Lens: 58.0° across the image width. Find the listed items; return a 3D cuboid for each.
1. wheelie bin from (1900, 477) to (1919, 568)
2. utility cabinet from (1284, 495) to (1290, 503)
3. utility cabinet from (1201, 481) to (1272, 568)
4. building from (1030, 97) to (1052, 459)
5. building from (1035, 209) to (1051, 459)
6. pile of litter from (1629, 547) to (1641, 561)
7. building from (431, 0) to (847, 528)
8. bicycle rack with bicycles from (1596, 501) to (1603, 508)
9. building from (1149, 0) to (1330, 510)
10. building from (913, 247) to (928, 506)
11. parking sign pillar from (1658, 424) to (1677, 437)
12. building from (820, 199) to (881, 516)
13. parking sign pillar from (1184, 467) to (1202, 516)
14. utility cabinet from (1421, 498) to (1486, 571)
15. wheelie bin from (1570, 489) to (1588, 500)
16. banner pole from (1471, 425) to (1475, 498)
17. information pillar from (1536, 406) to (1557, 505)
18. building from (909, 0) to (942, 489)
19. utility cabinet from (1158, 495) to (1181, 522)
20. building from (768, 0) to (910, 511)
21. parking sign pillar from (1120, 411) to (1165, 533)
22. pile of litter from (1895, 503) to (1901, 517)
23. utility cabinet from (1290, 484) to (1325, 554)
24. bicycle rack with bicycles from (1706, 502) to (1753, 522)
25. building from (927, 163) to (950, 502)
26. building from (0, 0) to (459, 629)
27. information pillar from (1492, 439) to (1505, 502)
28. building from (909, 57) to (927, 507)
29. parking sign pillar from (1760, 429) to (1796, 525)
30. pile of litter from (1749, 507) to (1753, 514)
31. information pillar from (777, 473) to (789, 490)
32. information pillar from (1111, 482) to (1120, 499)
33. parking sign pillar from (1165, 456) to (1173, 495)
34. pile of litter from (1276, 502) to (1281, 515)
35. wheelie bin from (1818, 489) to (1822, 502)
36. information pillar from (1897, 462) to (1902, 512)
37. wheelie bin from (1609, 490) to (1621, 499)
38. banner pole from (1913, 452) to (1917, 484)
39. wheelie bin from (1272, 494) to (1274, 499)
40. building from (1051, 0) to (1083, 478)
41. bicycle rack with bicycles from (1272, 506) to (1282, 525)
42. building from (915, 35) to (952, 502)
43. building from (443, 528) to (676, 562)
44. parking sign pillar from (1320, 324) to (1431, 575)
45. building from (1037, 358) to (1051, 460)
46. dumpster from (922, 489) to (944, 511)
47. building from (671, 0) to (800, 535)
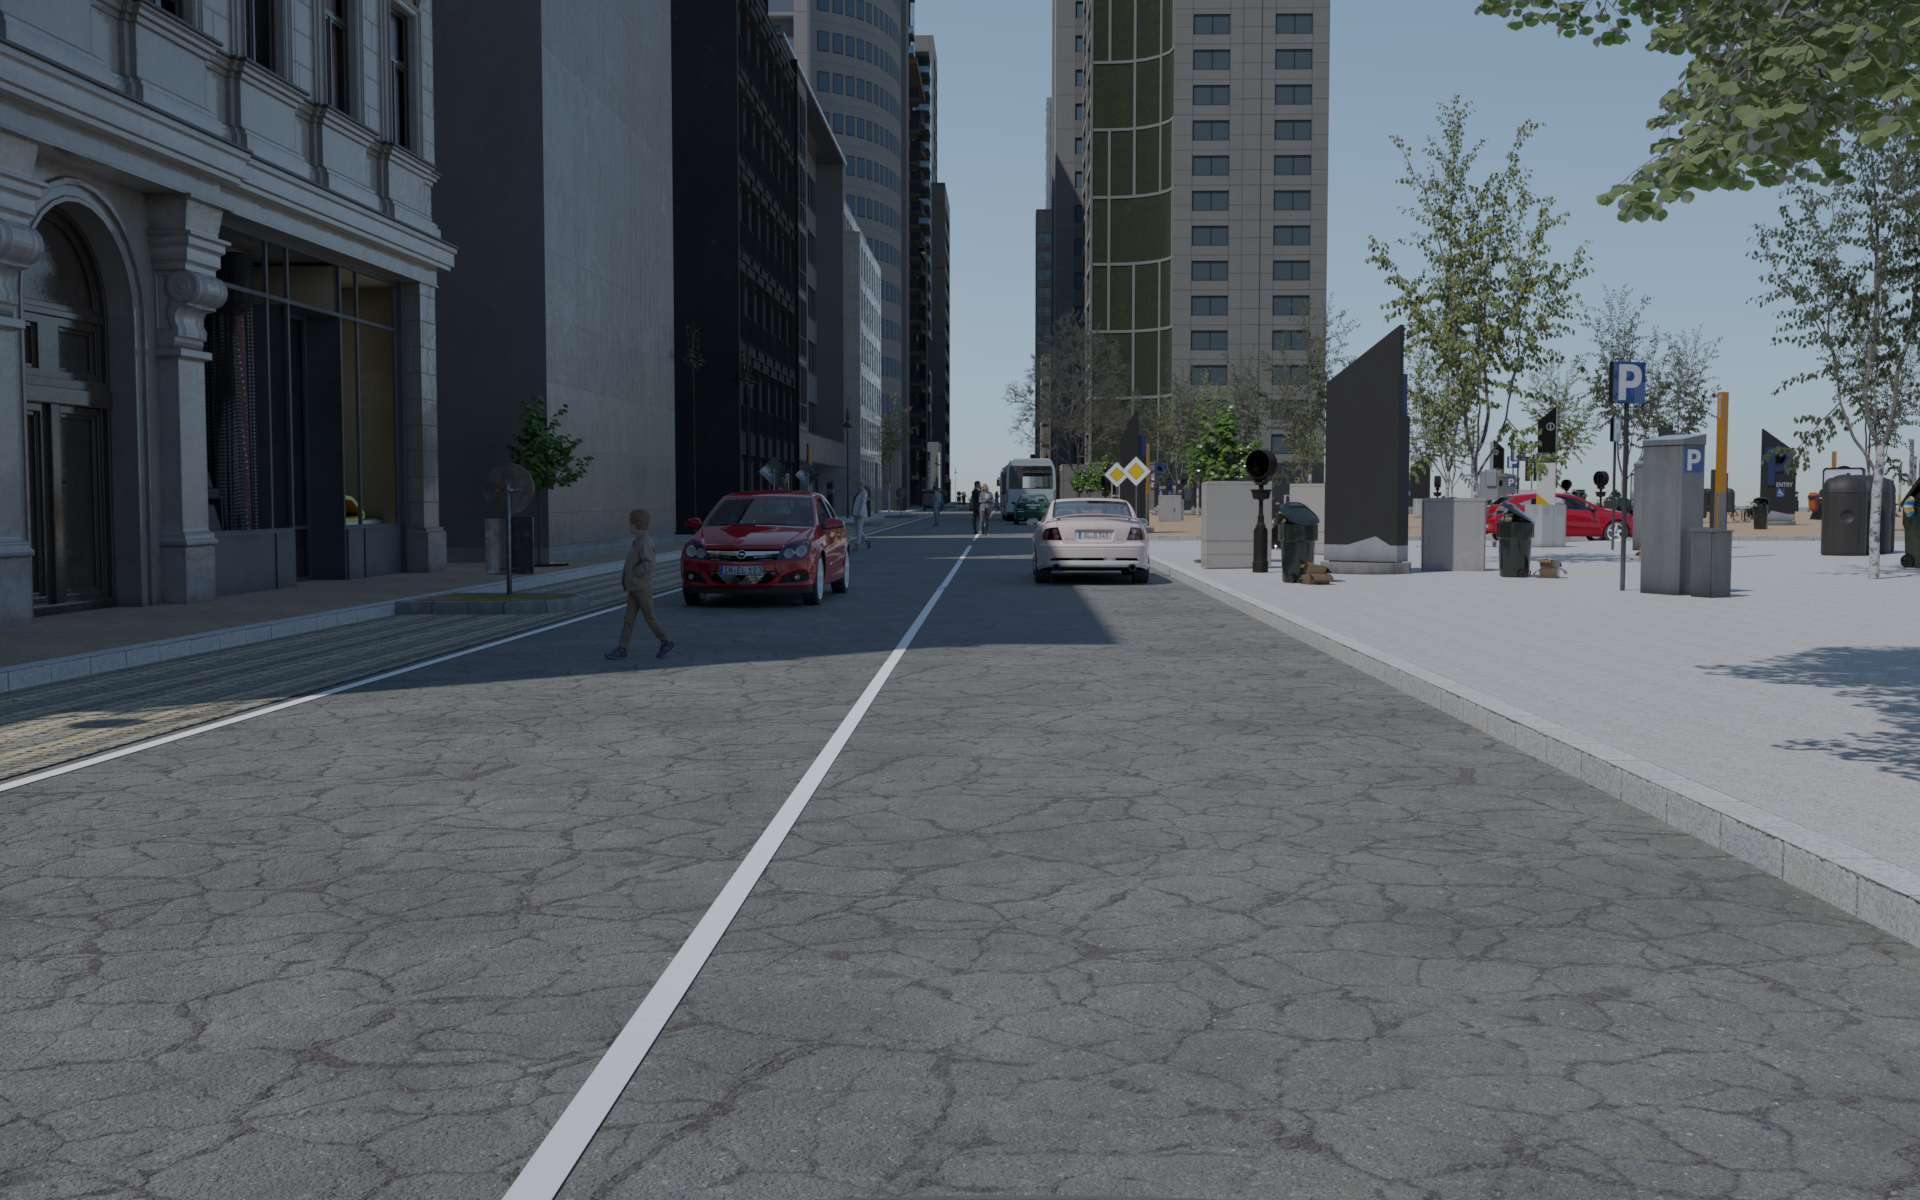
[{"bbox_3d":[16.833,-1.355,30.059,0.980,1.594,0.693,-2,4,-29],"label":"wheelie bin"},{"bbox_3d":[21.621,-6.225,112.942,1.020,1.237,0.306,-2,4,-26],"label":"utility cabinet"},{"bbox_3d":[4.757,-1.293,29.824,1.173,1.500,0.318,-1,4,-12],"label":"utility cabinet"},{"bbox_3d":[22.391,-58.636,271.368,22.319,86.520,31.000,0,4,1],"label":"building"},{"bbox_3d":[17.828,-34.642,249.986,14.154,41.232,14.086,0,4,1],"label":"building"},{"bbox_3d":[13.768,-1.218,33.885,1.719,0.858,1.176,-1,4,-21],"label":"pile of litter"},{"bbox_3d":[-13.989,-16.290,85.416,14.314,24.678,30.058,0,4,1],"label":"building"},{"bbox_3d":[46.017,-6.883,125.925,2.852,0.926,2.925,2,4,26],"label":"bicycle rack with bicycles"},{"bbox_3d":[18.718,-43.208,144.710,20.563,71.187,20.611,0,4,1],"label":"building"},{"bbox_3d":[-10.908,-25.811,193.704,14.160,30.474,14.107,0,4,1],"label":"building"},{"bbox_3d":[27.765,-4.866,68.025,1.447,3.967,1.447,0,4,0],"label":"parking sign pillar"},{"bbox_3d":[-10.761,-15.554,109.063,10.420,20.320,16.860,0,4,1],"label":"building"},{"bbox_3d":[14.203,-7.073,104.118,1.447,3.967,1.447,0,4,-1],"label":"parking sign pillar"},{"bbox_3d":[8.228,-1.085,28.895,1.020,1.237,0.306,1,4,12],"label":"utility cabinet"},{"bbox_3d":[42.625,-6.792,118.951,0.980,1.594,0.693,0,4,-2],"label":"wheelie bin"},{"bbox_3d":[18.623,-4.459,62.922,0.401,3.779,0.863,1,4,17],"label":"banner pole"},{"bbox_3d":[15.569,-3.339,45.943,0.504,3.616,0.183,2,4,27],"label":"information pillar"},{"bbox_3d":[-13.417,-55.957,227.567,22.319,86.520,31.000,0,4,1],"label":"building"},{"bbox_3d":[9.644,-4.185,79.589,1.020,1.237,0.306,0,4,-3],"label":"utility cabinet"},{"bbox_3d":[-15.466,-36.759,143.015,21.231,58.520,28.212,0,4,1],"label":"building"},{"bbox_3d":[5.709,-4.202,57.179,1.447,3.967,1.447,-1,4,-16],"label":"parking sign pillar"},{"bbox_3d":[51.926,-5.066,96.792,1.176,0.858,1.719,0,4,-1],"label":"pile of litter"},{"bbox_3d":[7.551,-1.723,36.849,0.318,1.500,1.173,-3,4,-36],"label":"utility cabinet"},{"bbox_3d":[36.214,-4.076,80.027,2.925,0.926,2.852,-2,4,-30],"label":"bicycle rack with bicycles"},{"bbox_3d":[-12.470,-38.639,255.443,21.300,48.544,21.600,0,4,1],"label":"building"},{"bbox_3d":[-13.573,-9.658,8.813,10.553,20.767,40.483,0,4,1],"label":"building"},{"bbox_3d":[22.958,-5.050,73.920,0.504,3.616,0.183,2,4,34],"label":"information pillar"},{"bbox_3d":[-14.719,-31.638,171.912,22.147,44.769,28.867,0,4,1],"label":"building"},{"bbox_3d":[33.695,-5.067,71.320,1.447,3.967,1.447,0,4,-2],"label":"parking sign pillar"},{"bbox_3d":[48.580,-5.583,105.239,1.719,0.858,1.176,-1,4,-17],"label":"pile of litter"},{"bbox_3d":[-6.281,-3.492,61.581,0.304,2.012,0.304,3,5,45],"label":"information pillar"},{"bbox_3d":[5.626,-3.554,62.592,0.304,2.012,0.304,0,4,7],"label":"information pillar"},{"bbox_3d":[12.424,-7.174,105.766,1.447,3.967,1.447,-2,4,-31],"label":"parking sign pillar"},{"bbox_3d":[16.734,-4.808,92.571,1.176,0.858,1.719,-1,4,-22],"label":"pile of litter"},{"bbox_3d":[55.731,-6.348,111.691,0.693,1.594,0.980,-2,4,-31],"label":"wheelie bin"},{"bbox_3d":[67.662,-8.153,124.657,0.183,3.616,0.504,3,5,44],"label":"information pillar"},{"bbox_3d":[46.026,-6.957,121.651,0.693,1.594,0.980,3,5,45],"label":"wheelie bin"},{"bbox_3d":[55.596,-6.786,100.961,0.401,3.779,0.863,1,4,11],"label":"banner pole"},{"bbox_3d":[21.503,-6.896,120.652,0.693,1.594,0.980,1,4,15],"label":"wheelie bin"},{"bbox_3d":[19.438,-38.376,169.452,21.231,58.520,28.212,0,4,1],"label":"building"},{"bbox_3d":[12.244,-3.591,72.093,2.925,0.926,2.852,0,4,6],"label":"bicycle rack with bicycles"},{"bbox_3d":[-11.765,-51.227,275.807,20.563,71.187,20.611,0,4,1],"label":"building"},{"bbox_3d":[-22.410,-13.457,39.090,30.058,24.678,14.314,0,4,1],"label":"building"},{"bbox_3d":[6.614,-2.426,28.140,1.447,3.967,1.447,3,5,39],"label":"parking sign pillar"},{"bbox_3d":[24.342,-23.481,228.958,27.650,21.520,28.899,0,4,1],"label":"building"},{"bbox_3d":[-2.289,-8.405,145.641,1.865,1.857,1.264,0,4,3],"label":"dumpster"},{"bbox_3d":[-12.840,-14.197,61.805,12.332,23.373,15.834,0,4,1],"label":"building"}]
